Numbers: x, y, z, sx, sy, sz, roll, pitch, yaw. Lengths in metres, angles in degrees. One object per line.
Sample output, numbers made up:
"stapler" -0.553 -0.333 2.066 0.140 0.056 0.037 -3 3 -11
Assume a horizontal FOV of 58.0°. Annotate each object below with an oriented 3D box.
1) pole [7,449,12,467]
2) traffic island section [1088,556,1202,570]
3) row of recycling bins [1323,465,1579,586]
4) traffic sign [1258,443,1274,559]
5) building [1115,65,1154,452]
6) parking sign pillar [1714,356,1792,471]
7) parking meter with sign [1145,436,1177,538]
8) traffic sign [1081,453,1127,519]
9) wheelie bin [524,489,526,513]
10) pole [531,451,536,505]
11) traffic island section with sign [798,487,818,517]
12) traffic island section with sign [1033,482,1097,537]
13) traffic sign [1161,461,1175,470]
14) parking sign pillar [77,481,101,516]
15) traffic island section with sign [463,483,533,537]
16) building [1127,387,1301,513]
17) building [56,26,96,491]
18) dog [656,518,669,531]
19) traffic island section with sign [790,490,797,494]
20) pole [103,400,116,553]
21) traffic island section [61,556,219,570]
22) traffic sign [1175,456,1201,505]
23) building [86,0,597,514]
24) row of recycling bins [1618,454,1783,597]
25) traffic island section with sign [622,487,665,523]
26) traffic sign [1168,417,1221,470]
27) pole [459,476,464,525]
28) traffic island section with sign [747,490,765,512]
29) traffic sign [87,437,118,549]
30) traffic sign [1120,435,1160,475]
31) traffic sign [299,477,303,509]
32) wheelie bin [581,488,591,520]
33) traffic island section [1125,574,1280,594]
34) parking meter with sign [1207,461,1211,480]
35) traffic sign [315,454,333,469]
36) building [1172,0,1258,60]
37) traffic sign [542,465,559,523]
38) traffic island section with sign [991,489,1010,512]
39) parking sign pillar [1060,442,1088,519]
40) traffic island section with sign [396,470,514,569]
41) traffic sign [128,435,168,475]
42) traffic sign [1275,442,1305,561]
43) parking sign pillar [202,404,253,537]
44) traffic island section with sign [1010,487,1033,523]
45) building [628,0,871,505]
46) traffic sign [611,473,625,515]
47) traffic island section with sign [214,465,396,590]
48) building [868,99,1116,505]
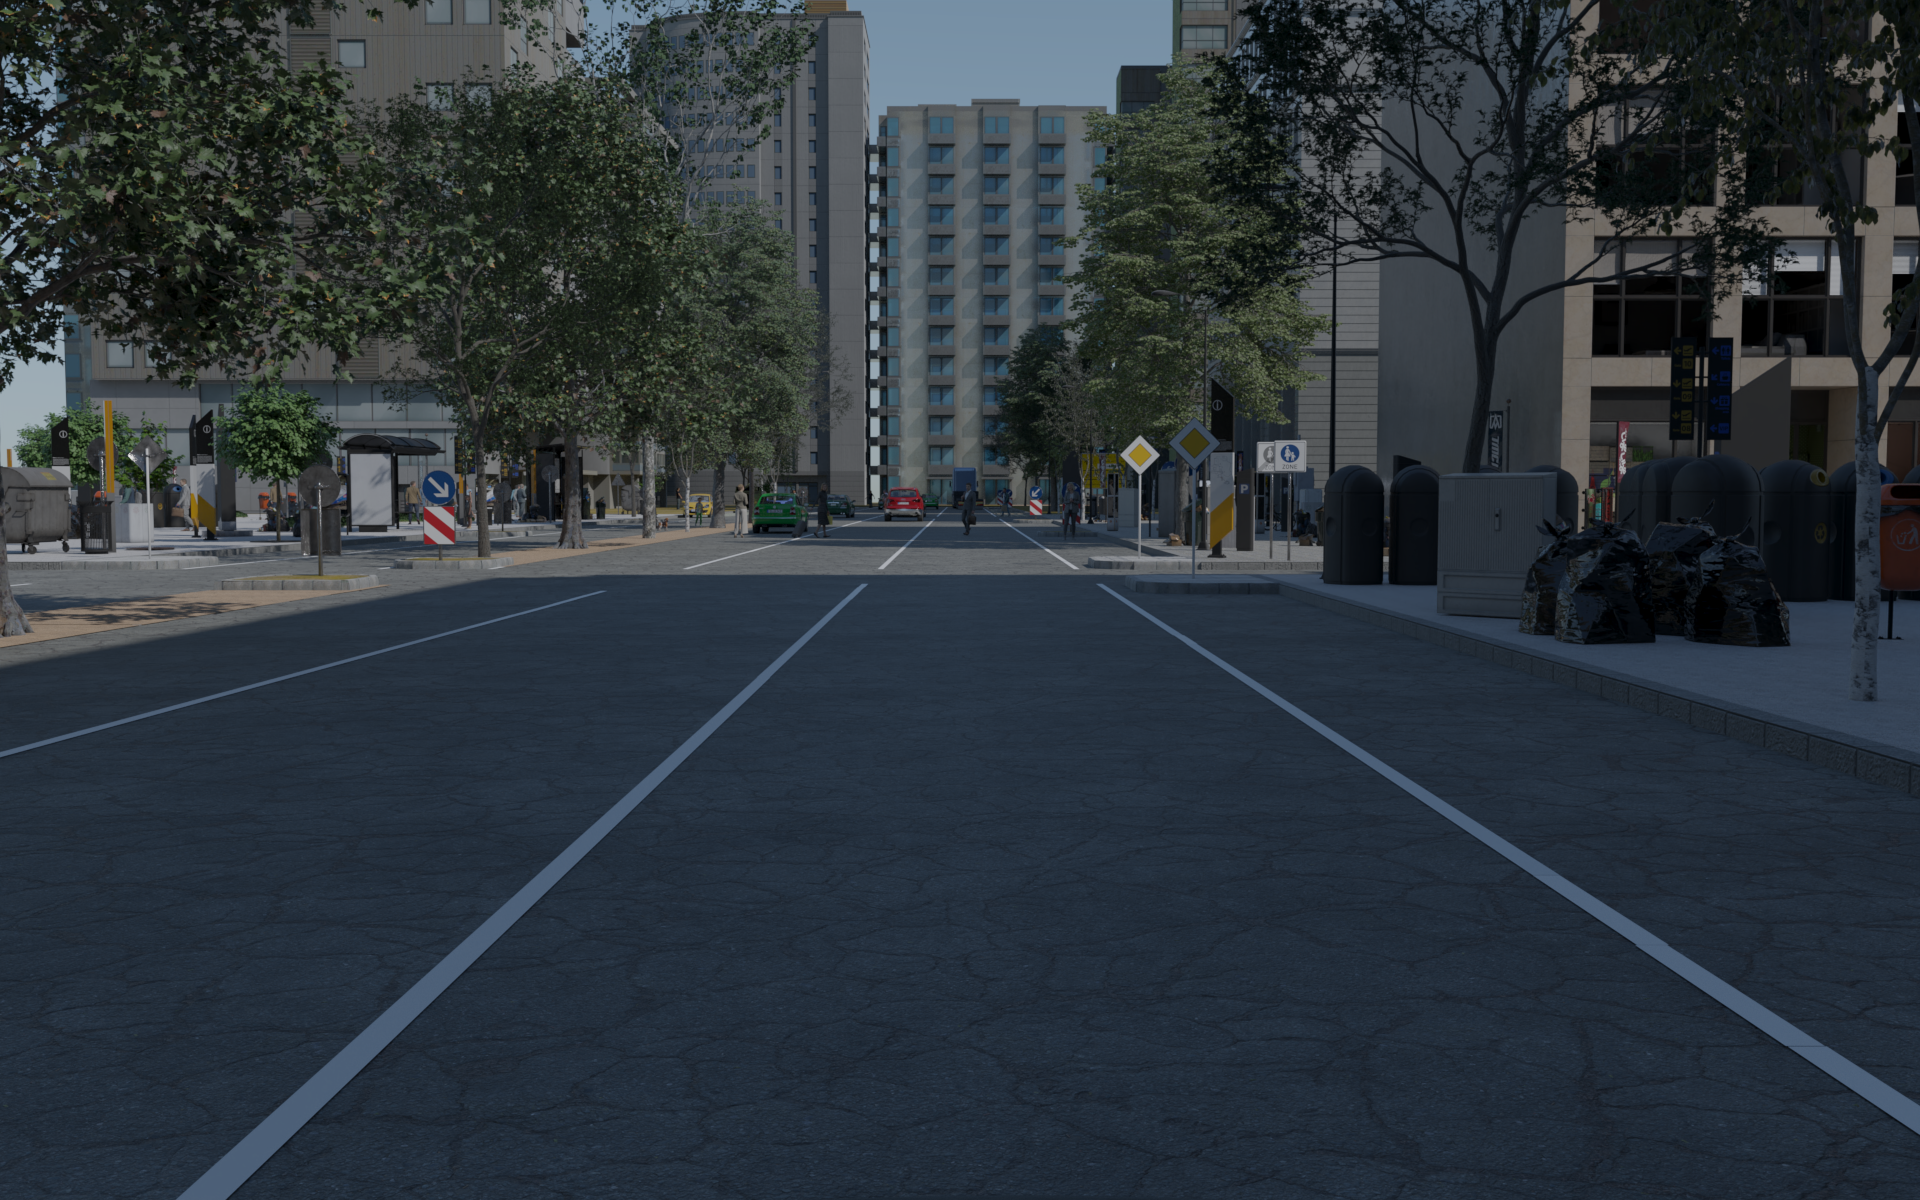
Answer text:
"pole" -42.820 -5.153 78.094 0.158 3.312 0.155 0 3 0
"traffic island section" 3.588 -0.731 34.241 2.009 0.180 2.903 0 3 0
"row of recycling bins" 6.982 -1.072 24.639 3.534 1.692 1.069 0 4 2
"traffic sign" 6.157 -1.963 34.224 0.606 2.300 0.079 0 4 3
"building" 21.992 -29.687 168.969 14.154 41.232 14.086 0 3 0
"parking sign pillar" 15.571 -2.791 34.100 1.447 3.967 1.447 0 4 5
"parking meter with sign" 6.237 -3.358 51.172 0.543 3.016 1.738 -3 5 -42
"traffic sign" 7.122 -5.610 85.589 2.265 3.308 0.079 0 4 7
"wheelie bin" -22.866 -5.160 92.276 0.980 1.594 0.693 1 4 12
"pole" -19.534 -5.231 79.368 0.158 3.312 0.155 0 3 0
"traffic island section with sign" -9.951 -6.172 109.051 2.006 1.907 1.989 0 3 0
"traffic island section with sign" 3.622 -3.071 58.839 1.989 1.847 2.006 0 3 0
"traffic sign" 8.182 -4.105 67.221 0.768 2.556 0.104 0 4 7
"parking sign pillar" -46.601 -6.424 93.497 1.447 3.967 1.447 -2 4 -35
"traffic island section with sign" -15.706 -3.088 59.116 1.989 1.847 2.006 0 3 0
"building" 26.398 -50.912 145.082 22.319 86.520 31.000 0 3 0
"building" -67.251 -33.312 164.261 30.456 49.044 23.786 0 3 0
"dog" -11.604 -2.953 67.570 0.406 0.507 0.540 0 4 -1
"traffic island section with sign" -15.624 -9.440 162.976 1.989 1.847 2.006 0 3 0
"pole" -18.567 -2.690 37.825 0.158 3.312 0.155 0 3 0
"traffic island section" -16.053 -0.733 34.262 2.009 0.180 2.903 0 3 0
"traffic sign" 6.576 -3.056 50.071 0.768 2.556 0.104 0 4 1
"building" -42.231 -32.636 122.836 28.713 52.752 27.495 0 3 0
"row of recycling bins" 8.047 -0.747 19.323 1.069 1.692 3.534 1 4 10
"traffic island section with sign" -15.679 -4.747 86.246 1.989 1.847 2.006 0 3 0
"traffic sign" 3.558 -1.467 26.173 0.795 2.593 0.064 0 3 0
"pole" -20.638 -4.758 71.642 0.158 3.312 0.155 0 3 0
"traffic island section with sign" -15.640 -7.792 136.021 1.989 1.847 2.006 0 3 0
"traffic sign" -19.059 -2.348 38.499 0.768 2.556 0.104 1 4 9
"traffic sign" 3.564 -1.955 34.158 0.795 2.593 0.064 0 3 0
"traffic sign" -20.843 -3.348 54.843 0.768 2.556 0.104 1 4 10
"wheelie bin" -18.953 -4.833 86.925 0.980 1.594 0.693 1 4 19
"traffic island section" 3.581 -0.243 26.256 2.009 0.180 2.903 0 3 0
"parking meter with sign" 12.905 -5.772 90.632 0.543 3.016 1.738 2 4 35
"traffic sign" -18.029 -2.975 48.746 0.768 2.556 0.104 0 4 1
"building" 21.904 -26.928 123.863 14.154 41.232 14.086 0 3 0
"traffic sign" -18.017 -4.651 76.147 0.768 2.556 0.104 0 4 3
"traffic island section with sign" 3.677 -7.794 136.067 1.989 1.847 2.006 0 3 0
"parking sign pillar" 5.970 -6.258 90.785 1.447 3.967 1.447 -3 5 -42
"traffic island section with sign" -10.003 -1.577 33.913 2.006 1.907 1.989 0 3 0
"traffic sign" -16.030 -1.957 34.194 0.795 2.593 0.064 0 3 0
"traffic sign" 6.332 -1.906 33.297 0.606 2.300 0.079 1 4 9
"parking sign pillar" -22.193 -3.908 52.361 1.447 3.967 1.447 -2 4 -27
"traffic island section with sign" 3.636 -4.747 86.248 1.989 1.847 2.006 0 3 0
"building" -25.121 -40.912 210.906 28.212 58.520 21.231 0 3 0
"traffic sign" -20.789 -6.443 105.347 0.884 2.594 0.081 0 4 2
"traffic island section with sign" -10.019 -1.123 26.505 2.006 1.907 1.989 0 3 0
"building" 4.214 -36.270 212.625 30.456 49.044 23.786 0 3 0
